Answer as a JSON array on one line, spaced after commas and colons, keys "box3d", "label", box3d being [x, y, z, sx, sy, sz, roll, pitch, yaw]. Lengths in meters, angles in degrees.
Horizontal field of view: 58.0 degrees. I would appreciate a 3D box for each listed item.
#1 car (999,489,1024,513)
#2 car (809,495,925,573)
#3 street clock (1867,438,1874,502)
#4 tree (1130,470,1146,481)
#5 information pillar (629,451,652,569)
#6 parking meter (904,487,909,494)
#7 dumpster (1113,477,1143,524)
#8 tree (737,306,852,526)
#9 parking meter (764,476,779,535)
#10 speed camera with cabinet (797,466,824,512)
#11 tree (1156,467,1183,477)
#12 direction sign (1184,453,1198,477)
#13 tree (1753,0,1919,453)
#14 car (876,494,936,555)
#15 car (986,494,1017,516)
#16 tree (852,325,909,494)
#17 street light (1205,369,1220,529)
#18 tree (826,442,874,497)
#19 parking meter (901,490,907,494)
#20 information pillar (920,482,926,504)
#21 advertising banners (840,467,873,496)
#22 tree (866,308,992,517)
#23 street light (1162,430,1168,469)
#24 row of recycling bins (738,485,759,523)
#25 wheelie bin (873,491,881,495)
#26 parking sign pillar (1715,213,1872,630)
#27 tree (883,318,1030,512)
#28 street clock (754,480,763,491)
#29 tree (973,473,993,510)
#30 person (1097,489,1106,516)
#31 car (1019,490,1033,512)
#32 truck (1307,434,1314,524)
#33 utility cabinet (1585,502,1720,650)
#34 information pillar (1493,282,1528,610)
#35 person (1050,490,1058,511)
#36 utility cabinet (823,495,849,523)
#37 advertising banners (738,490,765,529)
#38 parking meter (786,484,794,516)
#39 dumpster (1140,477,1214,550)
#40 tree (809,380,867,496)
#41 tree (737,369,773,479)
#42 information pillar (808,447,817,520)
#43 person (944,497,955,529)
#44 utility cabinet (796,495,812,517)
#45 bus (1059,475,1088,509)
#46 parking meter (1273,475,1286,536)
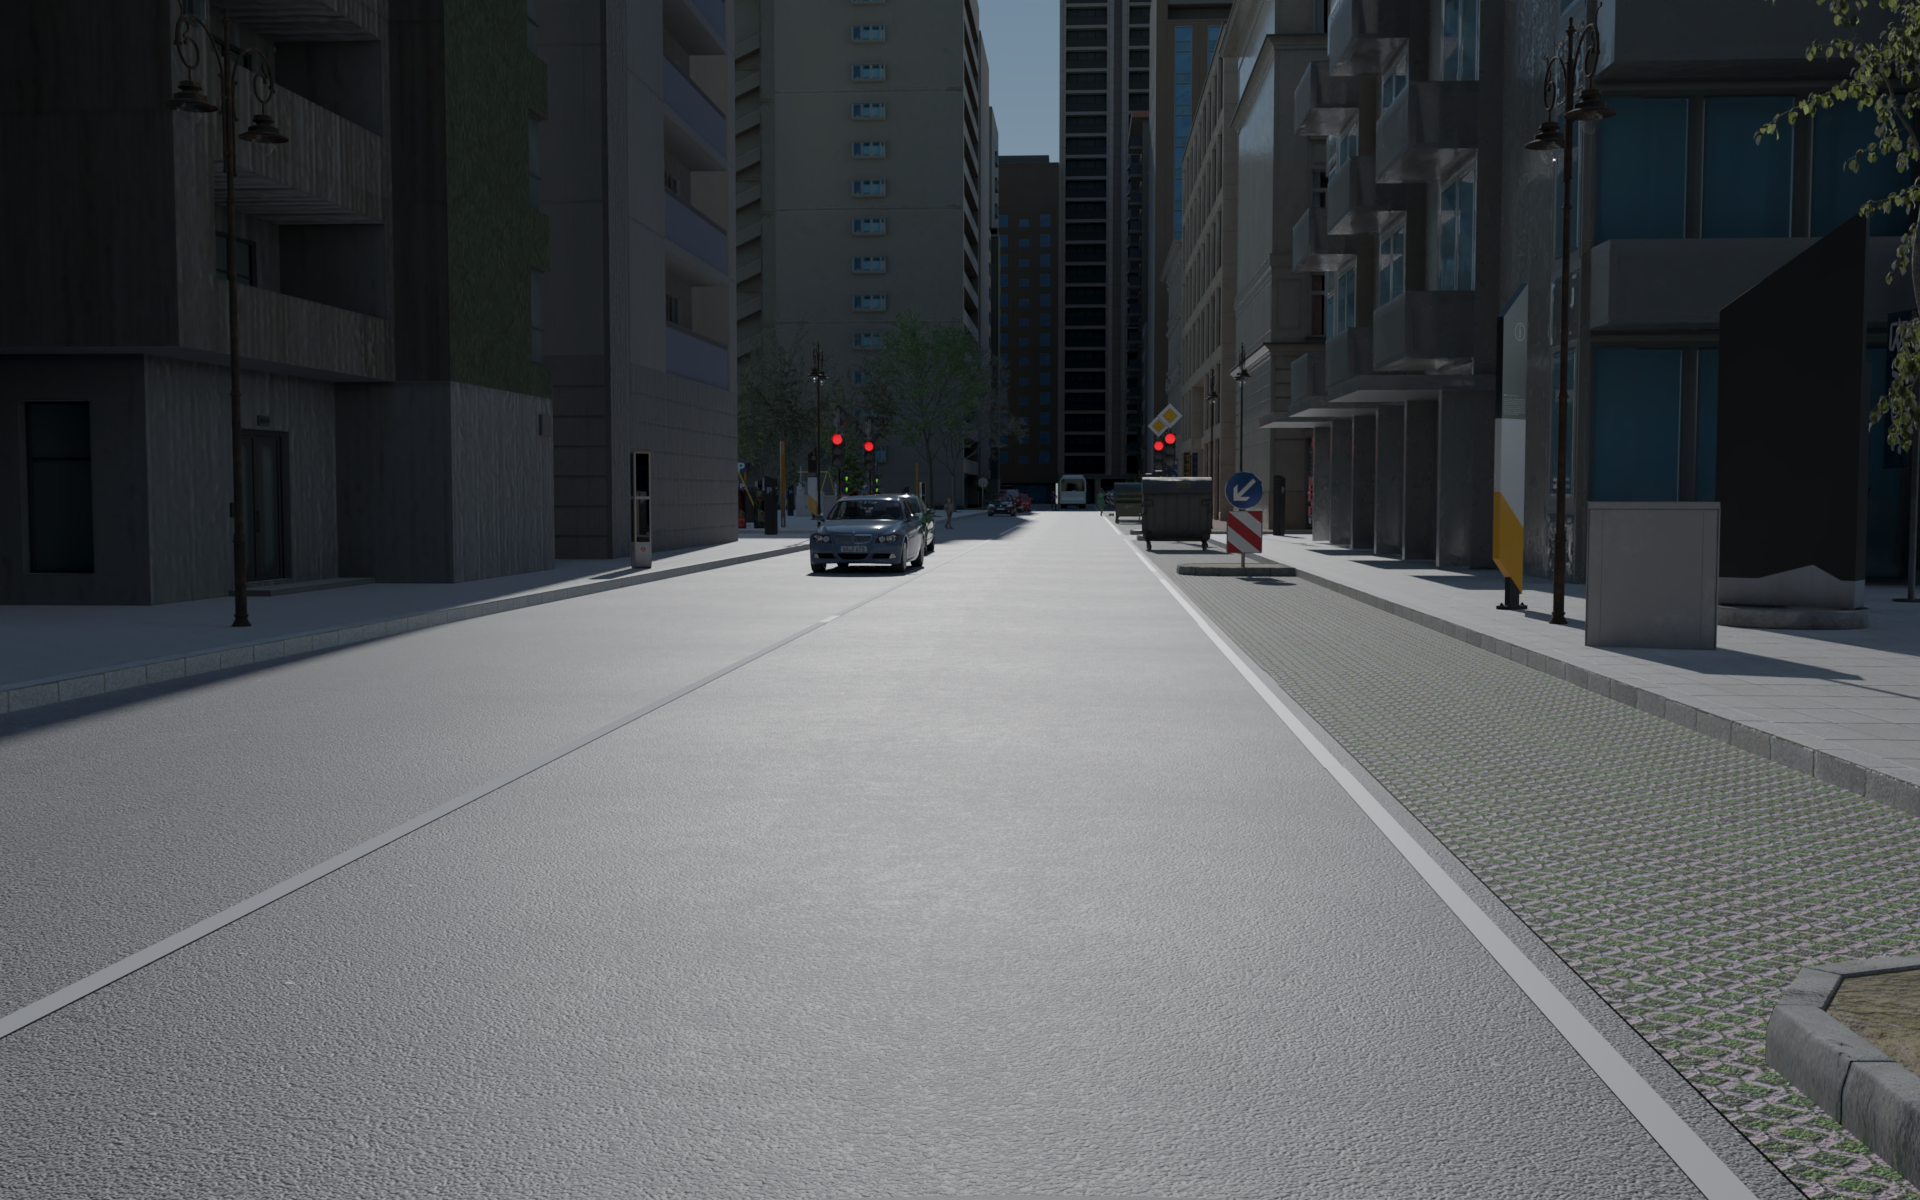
[{"box3d": [3.805, -7.635, 133.499, 2.281, 1.827, 5.304, 0, 4, 4], "label": "car"}, {"box3d": [-1.712, -1.295, 33.178, 2.014, 1.417, 4.499, 0, 4, 5], "label": "car"}, {"box3d": [9.832, -0.885, 19.034, 0.358, 2.002, 0.471, 2, 4, 23], "label": "street clock"}, {"box3d": [14.637, -8.796, 138.421, 1.663, 3.219, 1.824, 0, 3, 0], "label": "tree"}, {"box3d": [-5.502, -1.551, 29.848, 0.304, 2.012, 0.304, -2, 4, -24], "label": "information pillar"}, {"box3d": [-4.161, -7.849, 134.036, 0.399, 1.863, 0.255, 1, 4, 15], "label": "parking meter"}, {"box3d": [8.412, -4.830, 83.922, 1.985, 2.255, 1.502, 0, 4, 3], "label": "dumpster"}, {"box3d": [-6.763, -7.238, 68.706, 4.360, 8.622, 3.978, 0, 3, 0], "label": "tree"}, {"box3d": [-5.942, -2.989, 54.585, 0.399, 1.863, 0.255, 1, 4, 18], "label": "parking meter"}, {"box3d": [-10.652, -7.900, 123.504, 2.038, 3.252, 0.660, 2, 4, 29], "label": "speed camera with cabinet"}, {"box3d": [11.813, -6.290, 97.435, 1.663, 3.219, 1.824, 0, 3, 0], "label": "tree"}, {"box3d": [12.599, -6.277, 94.627, 0.876, 3.537, 0.379, -2, 4, -24], "label": "direction sign"}, {"box3d": [6.621, -3.706, 10.950, 4.360, 8.622, 3.978, 0, 3, 0], "label": "tree"}, {"box3d": [-1.622, -1.882, 42.568, 2.131, 1.459, 4.920, 0, 4, 3], "label": "car"}, {"box3d": [2.715, -6.258, 112.110, 2.009, 1.686, 4.222, 0, 4, 4], "label": "car"}, {"box3d": [-4.024, -7.683, 75.974, 4.360, 8.622, 3.978, 0, 3, 0], "label": "tree"}, {"box3d": [9.328, -5.589, 64.160, 0.468, 5.910, 1.993, 0, 4, 4], "label": "street light"}, {"box3d": [-4.012, -4.253, 64.131, 1.663, 3.219, 1.824, 0, 3, 0], "label": "tree"}, {"box3d": [-3.547, -6.216, 110.048, 0.372, 1.533, 0.369, 0, 3, 0], "label": "parking meter"}, {"box3d": [-2.314, -6.316, 107.758, 0.304, 2.012, 0.304, -1, 4, -21], "label": "information pillar"}, {"box3d": [-4.915, -5.158, 80.514, 2.074, 3.025, 0.090, 2, 4, 31], "label": "advertising banners"}, {"box3d": [-1.768, -10.514, 97.652, 9.928, 11.665, 9.643, 0, 3, 0], "label": "tree"}, {"box3d": [11.802, -7.784, 100.057, 0.468, 5.910, 1.993, 0, 4, 4], "label": "street light"}, {"box3d": [-10.571, -4.378, 78.696, 3.534, 1.692, 1.069, 2, 4, 31], "label": "row of recycling bins"}, {"box3d": [-6.001, -7.101, 124.015, 0.693, 1.594, 0.980, 0, 4, -7], "label": "wheelie bin"}, {"box3d": [8.129, -1.740, 16.917, 1.447, 3.967, 1.447, 3, 5, 39], "label": "parking sign pillar"}, {"box3d": [-0.519, -12.947, 122.059, 12.009, 13.543, 11.850, 0, 3, 0], "label": "tree"}, {"box3d": [-10.442, -5.229, 90.063, 0.471, 2.002, 0.358, 2, 4, 35], "label": "street clock"}, {"box3d": [2.092, -9.108, 143.518, 1.663, 3.219, 1.824, 0, 3, 0], "label": "tree"}, {"box3d": [9.264, -6.403, 113.442, 0.600, 1.795, 0.529, 1, 4, 13], "label": "person"}, {"box3d": [4.806, -8.021, 140.191, 2.155, 1.783, 4.494, 0, 4, 2], "label": "car"}, {"box3d": [16.625, -4.182, 57.288, 11.283, 4.237, 2.839, 0, 4, 6], "label": "truck"}, {"box3d": [5.797, -0.205, 14.509, 1.020, 1.237, 0.306, 2, 4, 24], "label": "utility cabinet"}, {"box3d": [6.087, -1.699, 19.138, 0.504, 3.616, 0.183, -3, 5, -40], "label": "information pillar"}, {"box3d": [7.958, -8.363, 145.685, 0.683, 1.767, 0.568, -3, 5, -39], "label": "person"}, {"box3d": [-5.131, -3.699, 71.638, 1.020, 1.237, 0.306, 0, 4, 2], "label": "utility cabinet"}, {"box3d": [-8.158, -4.167, 64.317, 2.074, 3.025, 0.090, -1, 4, -14], "label": "advertising banners"}, {"box3d": [-9.914, -5.832, 101.061, 0.399, 1.863, 0.255, -1, 4, -19], "label": "parking meter"}, {"box3d": [5.536, -2.209, 44.330, 1.865, 1.857, 1.264, 0, 4, 5], "label": "dumpster"}, {"box3d": [-7.715, -9.782, 110.290, 4.737, 8.622, 4.395, 0, 3, 0], "label": "tree"}, {"box3d": [-12.665, -9.041, 98.181, 4.737, 8.622, 4.395, 0, 3, 0], "label": "tree"}, {"box3d": [-7.302, -5.783, 85.899, 0.504, 3.616, 0.183, 1, 4, 22], "label": "information pillar"}, {"box3d": [-0.429, -3.552, 70.848, 0.475, 1.303, 0.640, -3, 5, -41], "label": "person"}, {"box3d": [-8.769, -5.294, 97.726, 1.020, 1.237, 0.306, 1, 4, 22], "label": "utility cabinet"}, {"box3d": [11.376, -10.934, 173.625, 2.948, 3.499, 13.247, 0, 4, 4], "label": "bus"}, {"box3d": [9.870, -2.926, 53.550, 0.255, 1.863, 0.399, 3, 4, 37], "label": "parking meter"}]
